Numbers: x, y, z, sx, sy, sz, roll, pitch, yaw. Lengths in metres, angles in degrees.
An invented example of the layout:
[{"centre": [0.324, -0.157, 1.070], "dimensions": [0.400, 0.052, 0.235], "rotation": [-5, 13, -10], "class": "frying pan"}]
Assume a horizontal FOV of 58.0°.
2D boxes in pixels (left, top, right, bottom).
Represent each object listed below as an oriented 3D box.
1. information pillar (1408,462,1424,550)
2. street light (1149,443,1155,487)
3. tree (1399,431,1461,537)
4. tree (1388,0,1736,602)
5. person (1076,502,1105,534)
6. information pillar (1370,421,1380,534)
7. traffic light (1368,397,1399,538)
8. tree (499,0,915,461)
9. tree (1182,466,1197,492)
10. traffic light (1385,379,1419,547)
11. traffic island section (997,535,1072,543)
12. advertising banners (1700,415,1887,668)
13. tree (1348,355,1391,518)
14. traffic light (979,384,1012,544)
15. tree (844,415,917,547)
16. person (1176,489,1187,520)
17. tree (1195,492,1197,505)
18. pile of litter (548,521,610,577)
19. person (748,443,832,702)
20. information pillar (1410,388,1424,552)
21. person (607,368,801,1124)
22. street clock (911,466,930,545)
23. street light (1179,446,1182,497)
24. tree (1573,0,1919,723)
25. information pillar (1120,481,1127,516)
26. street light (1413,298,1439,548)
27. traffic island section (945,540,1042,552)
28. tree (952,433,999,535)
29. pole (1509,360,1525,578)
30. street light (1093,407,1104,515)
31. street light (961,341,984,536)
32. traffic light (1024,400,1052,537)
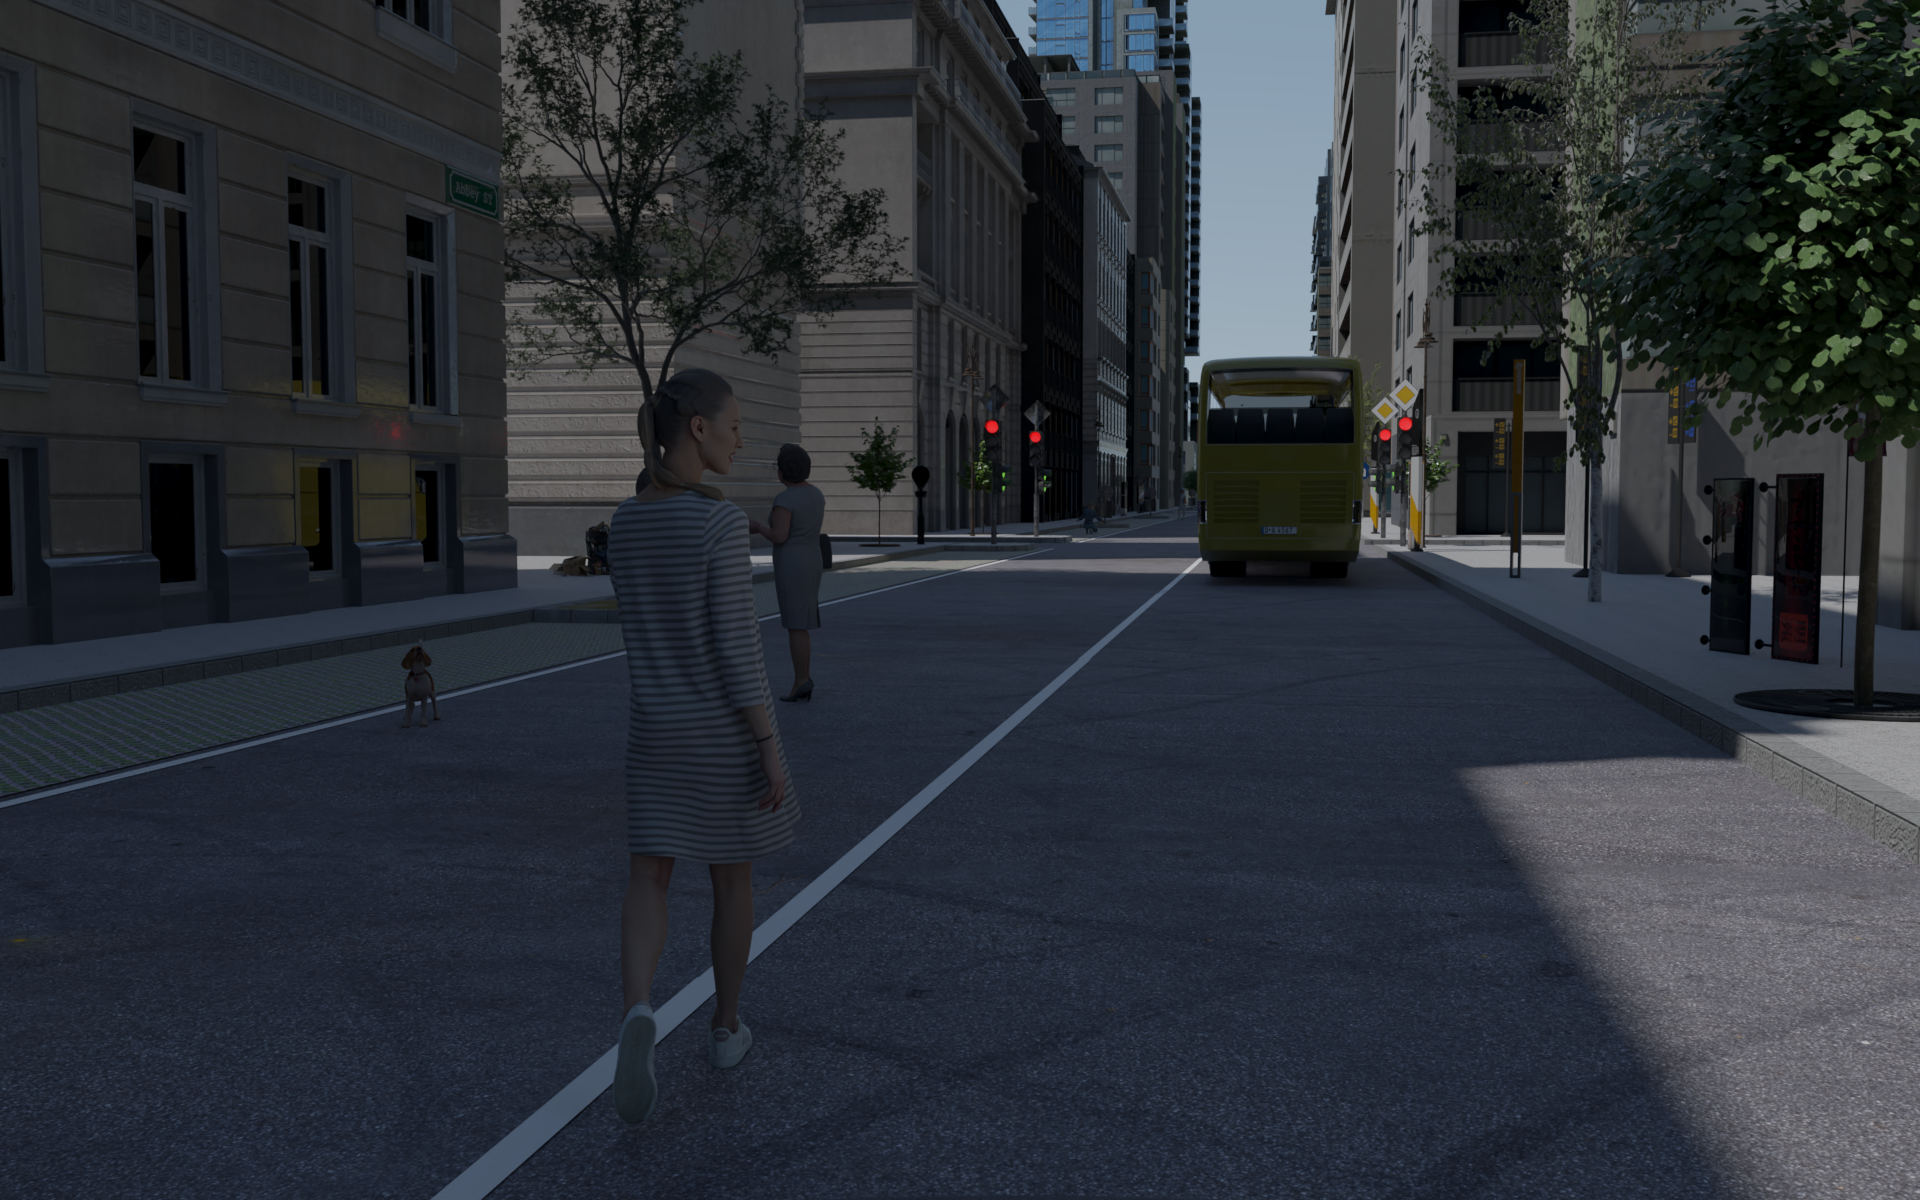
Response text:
[{"centre": [10.464, -2.157, 39.754], "dimensions": [0.304, 2.012, 0.304], "rotation": [0, 4, 5], "class": "information pillar"}, {"centre": [14.191, -9.518, 128.401], "dimensions": [0.468, 5.910, 1.993], "rotation": [1, 4, 10], "class": "street light"}, {"centre": [13.913, -3.514, 52.059], "dimensions": [1.663, 3.219, 1.824], "rotation": [0, 3, 0], "class": "tree"}, {"centre": [7.326, -4.284, 20.405], "dimensions": [4.360, 8.622, 3.978], "rotation": [0, 3, 0], "class": "tree"}, {"centre": [4.596, -2.933, 61.955], "dimensions": [1.012, 1.151, 0.738], "rotation": [2, 4, 24], "class": "person"}, {"centre": [13.382, -3.944, 55.847], "dimensions": [0.183, 3.616, 0.504], "rotation": [-1, 4, -10], "class": "information pillar"}, {"centre": [12.267, -3.746, 50.165], "dimensions": [0.839, 4.253, 0.868], "rotation": [1, 4, 10], "class": "traffic light"}, {"centre": [-4.974, -5.767, 28.703], "dimensions": [8.767, 10.594, 7.601], "rotation": [-1, 4, -12], "class": "tree"}, {"centre": [27.140, -13.337, 201.767], "dimensions": [4.285, 4.588, 4.351], "rotation": [0, 3, 0], "class": "tree"}, {"centre": [10.831, -3.265, 42.310], "dimensions": [0.839, 4.253, 0.868], "rotation": [1, 4, 10], "class": "traffic light"}, {"centre": [2.280, -1.824, 52.103], "dimensions": [2.009, 0.180, 2.903], "rotation": [1, 4, 10], "class": "traffic island section"}, {"centre": [6.385, -1.041, 13.201], "dimensions": [0.090, 3.025, 2.074], "rotation": [-1, 4, -13], "class": "advertising banners"}, {"centre": [21.108, -8.579, 90.635], "dimensions": [4.737, 8.622, 4.395], "rotation": [0, 3, 0], "class": "tree"}, {"centre": [0.881, -3.375, 44.106], "dimensions": [0.839, 4.253, 0.868], "rotation": [1, 4, 10], "class": "traffic light"}, {"centre": [-2.023, -2.929, 42.497], "dimensions": [1.663, 3.219, 1.824], "rotation": [0, 3, 0], "class": "tree"}, {"centre": [12.281, -5.265, 95.594], "dimensions": [0.522, 1.701, 0.512], "rotation": [3, 5, 44], "class": "person"}, {"centre": [28.284, -13.073, 208.350], "dimensions": [1.663, 3.219, 1.824], "rotation": [0, 3, 0], "class": "tree"}, {"centre": [-6.023, -0.839, 27.679], "dimensions": [1.176, 0.858, 1.719], "rotation": [1, 4, 10], "class": "pile of litter"}, {"centre": [-1.169, -0.196, 12.060], "dimensions": [0.532, 1.782, 0.716], "rotation": [2, 4, 27], "class": "person"}, {"centre": [10.187, -2.890, 38.612], "dimensions": [0.183, 3.616, 0.504], "rotation": [0, 4, -5], "class": "information pillar"}, {"centre": [-0.635, 0.312, 4.156], "dimensions": [0.466, 1.731, 0.760], "rotation": [0, 4, 2], "class": "person"}, {"centre": [-0.995, -2.414, 44.043], "dimensions": [0.471, 2.002, 0.358], "rotation": [0, 4, 1], "class": "street clock"}, {"centre": [21.150, -11.830, 166.205], "dimensions": [0.468, 5.910, 1.993], "rotation": [1, 4, 10], "class": "street light"}, {"centre": [5.451, -1.620, 10.202], "dimensions": [4.285, 4.588, 4.351], "rotation": [0, 3, 0], "class": "tree"}, {"centre": [9.555, -5.908, 101.079], "dimensions": [0.304, 2.012, 0.304], "rotation": [2, 4, 24], "class": "information pillar"}, {"centre": [11.026, -4.178, 41.102], "dimensions": [0.468, 5.910, 1.993], "rotation": [1, 4, 10], "class": "street light"}, {"centre": [0.843, -1.344, 44.247], "dimensions": [2.009, 0.180, 2.903], "rotation": [1, 4, 10], "class": "traffic island section"}, {"centre": [0.827, -3.696, 55.034], "dimensions": [1.663, 3.219, 1.824], "rotation": [0, 3, 0], "class": "tree"}, {"centre": [8.495, -1.991, 26.393], "dimensions": [0.158, 3.312, 0.155], "rotation": [0, 3, 0], "class": "pole"}, {"centre": [7.233, -7.191, 90.363], "dimensions": [0.468, 5.910, 1.993], "rotation": [1, 4, 10], "class": "street light"}, {"centre": [0.383, -4.879, 52.562], "dimensions": [0.468, 5.910, 1.993], "rotation": [1, 4, 10], "class": "street light"}, {"centre": [2.317, -3.856, 51.961], "dimensions": [0.839, 4.253, 0.868], "rotation": [1, 4, 10], "class": "traffic light"}]
